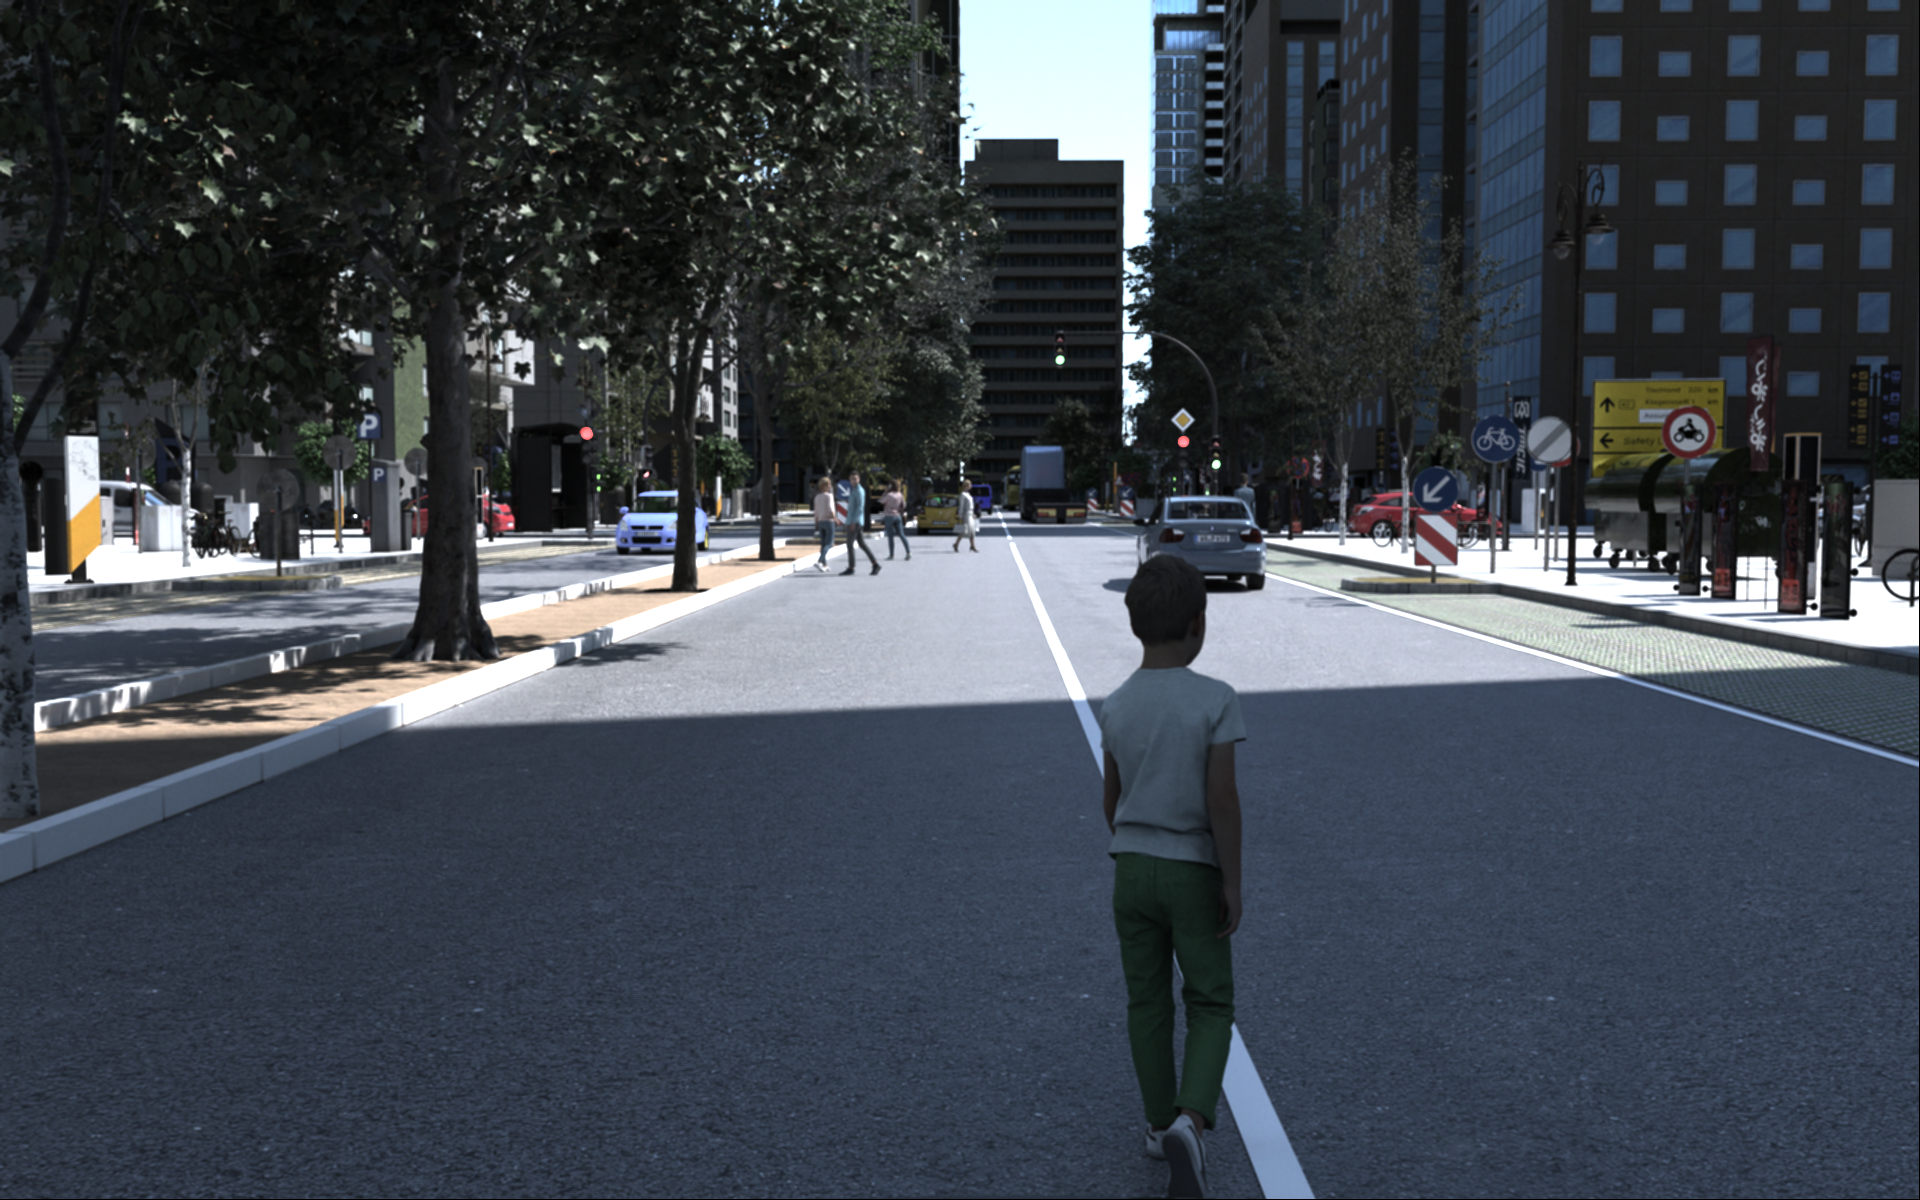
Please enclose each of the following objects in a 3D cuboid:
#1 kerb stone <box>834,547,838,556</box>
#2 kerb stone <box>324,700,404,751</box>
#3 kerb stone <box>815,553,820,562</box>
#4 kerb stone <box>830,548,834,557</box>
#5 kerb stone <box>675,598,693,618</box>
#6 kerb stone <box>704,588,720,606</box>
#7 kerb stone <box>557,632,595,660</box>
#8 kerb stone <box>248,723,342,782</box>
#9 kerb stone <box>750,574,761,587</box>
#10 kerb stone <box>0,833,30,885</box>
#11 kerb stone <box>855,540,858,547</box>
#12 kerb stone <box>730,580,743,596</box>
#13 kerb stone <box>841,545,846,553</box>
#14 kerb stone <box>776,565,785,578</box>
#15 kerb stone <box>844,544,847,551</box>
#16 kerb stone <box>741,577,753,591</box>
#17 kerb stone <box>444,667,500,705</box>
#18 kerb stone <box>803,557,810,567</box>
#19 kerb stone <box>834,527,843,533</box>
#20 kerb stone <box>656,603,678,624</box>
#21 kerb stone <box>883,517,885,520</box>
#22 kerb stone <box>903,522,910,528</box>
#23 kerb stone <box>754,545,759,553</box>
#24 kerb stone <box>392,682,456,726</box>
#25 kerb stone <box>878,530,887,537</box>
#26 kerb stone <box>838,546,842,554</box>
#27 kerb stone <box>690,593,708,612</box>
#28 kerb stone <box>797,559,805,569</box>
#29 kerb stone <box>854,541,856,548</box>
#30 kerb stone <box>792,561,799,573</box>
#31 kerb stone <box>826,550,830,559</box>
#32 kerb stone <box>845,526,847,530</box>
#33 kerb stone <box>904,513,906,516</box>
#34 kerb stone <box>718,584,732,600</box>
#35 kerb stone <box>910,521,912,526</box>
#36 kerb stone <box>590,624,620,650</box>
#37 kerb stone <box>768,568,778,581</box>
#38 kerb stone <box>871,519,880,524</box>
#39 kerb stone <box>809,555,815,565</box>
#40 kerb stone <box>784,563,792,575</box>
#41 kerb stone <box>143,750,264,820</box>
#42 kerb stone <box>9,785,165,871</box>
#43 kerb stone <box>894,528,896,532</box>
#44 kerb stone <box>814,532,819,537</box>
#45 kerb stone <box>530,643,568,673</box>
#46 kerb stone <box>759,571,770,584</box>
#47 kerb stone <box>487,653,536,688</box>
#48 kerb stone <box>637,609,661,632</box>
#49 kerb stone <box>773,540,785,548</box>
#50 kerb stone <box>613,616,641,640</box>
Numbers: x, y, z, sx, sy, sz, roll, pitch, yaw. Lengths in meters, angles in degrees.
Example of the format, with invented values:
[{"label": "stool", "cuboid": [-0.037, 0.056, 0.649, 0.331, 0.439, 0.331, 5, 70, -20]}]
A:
[{"label": "kerb stone", "cuboid": [-2.971, -1.080, 39.905, 0.120, 0.150, 1.000, 0, 4, 1]}, {"label": "kerb stone", "cuboid": [-3.501, 0.737, 10.150, 0.120, 0.150, 1.000, 0, 4, 1]}, {"label": "kerb stone", "cuboid": [-3.044, -0.833, 35.807, 0.120, 0.150, 1.000, 0, 4, 1]}, {"label": "kerb stone", "cuboid": [-2.993, -1.021, 38.883, 0.120, 0.150, 1.000, 0, 4, 1]}, {"label": "kerb stone", "cuboid": [-3.322, 0.112, 20.425, 0.120, 0.150, 1.000, 0, 4, 1]}, {"label": "kerb stone", "cuboid": [-3.282, -0.017, 22.479, 0.120, 0.150, 1.000, 0, 4, 1]}, {"label": "kerb stone", "cuboid": [-3.418, 0.422, 15.291, 0.120, 0.150, 1.000, 0, 4, 1]}, {"label": "kerb stone", "cuboid": [-3.518, 0.803, 9.123, 0.120, 0.150, 1.000, 0, 4, 1]}, {"label": "kerb stone", "cuboid": [-3.215, -0.269, 26.588, 0.120, 0.150, 1.000, 0, 4, 1]}, {"label": "kerb stone", "cuboid": [-3.579, 0.987, 6.055, 0.120, 0.150, 1.000, 0, 4, 1]}, {"label": "kerb stone", "cuboid": [-2.857, -1.459, 46.053, 0.120, 0.150, 1.000, 0, 4, 1]}, {"label": "kerb stone", "cuboid": [-3.245, -0.143, 24.531, 0.120, 0.150, 1.000, 0, 4, 1]}, {"label": "kerb stone", "cuboid": [-2.935, -1.203, 41.949, 0.120, 0.150, 1.000, 0, 4, 1]}, {"label": "kerb stone", "cuboid": [-3.154, -0.457, 29.668, 0.120, 0.150, 1.000, 0, 4, 1]}, {"label": "kerb stone", "cuboid": [-2.923, -1.269, 42.975, 0.120, 0.150, 1.000, 0, 4, 1]}, {"label": "kerb stone", "cuboid": [-3.227, -0.206, 25.562, 0.120, 0.150, 1.000, 0, 4, 1]}, {"label": "kerb stone", "cuboid": [-3.466, 0.612, 12.213, 0.120, 0.150, 1.000, 0, 4, 1]}, {"label": "kerb stone", "cuboid": [-3.084, -0.707, 33.756, 0.120, 0.150, 1.000, 0, 4, 1]}, {"label": "kerb stone", "cuboid": [-4.601, -2.683, 66.067, 0.120, 0.150, 1.000, 0, 4, 1]}, {"label": "kerb stone", "cuboid": [-3.344, 0.171, 19.401, 0.120, 0.150, 1.000, 0, 4, 1]}, {"label": "kerb stone", "cuboid": [-4.165, -4.190, 90.704, 0.120, 0.150, 1.000, 0, 4, 1]}, {"label": "kerb stone", "cuboid": [-2.347, -3.244, 75.230, 0.120, 0.150, 1.000, 0, 4, 1]}, {"label": "kerb stone", "cuboid": [-5.036, -1.209, 41.968, 0.120, 0.150, 1.000, 0, 4, 1]}, {"label": "kerb stone", "cuboid": [-3.484, 0.675, 11.181, 0.120, 0.150, 1.000, 0, 4, 1]}, {"label": "kerb stone", "cuboid": [-2.637, -2.241, 58.848, 0.120, 0.150, 1.000, 0, 4, 1]}, {"label": "kerb stone", "cuboid": [-2.953, -1.144, 40.927, 0.120, 0.150, 1.000, 0, 4, 1]}, {"label": "kerb stone", "cuboid": [-3.300, 0.051, 21.447, 0.120, 0.150, 1.000, 0, 4, 1]}, {"label": "kerb stone", "cuboid": [-3.099, -0.638, 32.734, 0.120, 0.150, 1.000, 0, 4, 1]}, {"label": "kerb stone", "cuboid": [-2.878, -1.389, 45.021, 0.120, 0.150, 1.000, 0, 4, 1]}, {"label": "kerb stone", "cuboid": [-3.118, -0.582, 31.712, 0.120, 0.150, 1.000, 0, 4, 1]}, {"label": "kerb stone", "cuboid": [-3.000, -0.958, 37.857, 0.120, 0.150, 1.000, 0, 4, 1]}, {"label": "kerb stone", "cuboid": [-4.593, -2.743, 67.094, 0.120, 0.150, 1.000, 0, 4, 1]}, {"label": "kerb stone", "cuboid": [-3.642, -6.008, 120.423, 0.120, 0.150, 1.000, 0, 4, 1]}, {"label": "kerb stone", "cuboid": [-3.271, -0.080, 23.507, 0.120, 0.150, 1.000, 0, 4, 1]}, {"label": "kerb stone", "cuboid": [-2.326, -3.306, 76.252, 0.120, 0.150, 1.000, 0, 4, 1]}, {"label": "kerb stone", "cuboid": [-3.392, 0.359, 16.318, 0.120, 0.150, 1.000, 0, 4, 1]}, {"label": "kerb stone", "cuboid": [-3.172, -0.394, 28.640, 0.120, 0.150, 1.000, 0, 4, 1]}, {"label": "kerb stone", "cuboid": [-4.238, -3.939, 86.595, 0.120, 0.150, 1.000, 0, 4, 1]}, {"label": "kerb stone", "cuboid": [-3.064, -0.770, 34.785, 0.120, 0.150, 1.000, 0, 4, 1]}, {"label": "kerb stone", "cuboid": [-3.144, -0.520, 30.690, 0.120, 0.150, 1.000, 0, 4, 1]}, {"label": "kerb stone", "cuboid": [-3.541, 0.862, 8.101, 0.120, 0.150, 1.000, 0, 4, 1]}, {"label": "kerb stone", "cuboid": [-3.558, 0.925, 7.079, 0.120, 0.150, 1.000, 0, 4, 1]}, {"label": "kerb stone", "cuboid": [-2.542, -2.553, 63.963, 0.120, 0.150, 1.000, 0, 4, 1]}, {"label": "kerb stone", "cuboid": [-4.757, -2.181, 57.859, 0.120, 0.150, 1.000, 0, 4, 1]}, {"label": "kerb stone", "cuboid": [-3.434, 0.491, 14.264, 0.120, 0.150, 1.000, 0, 4, 1]}, {"label": "kerb stone", "cuboid": [-3.188, -0.332, 27.618, 0.120, 0.150, 1.000, 0, 4, 1]}, {"label": "kerb stone", "cuboid": [-3.449, 0.548, 13.235, 0.120, 0.150, 1.000, 0, 4, 1]}, {"label": "kerb stone", "cuboid": [-3.357, 0.236, 18.366, 0.120, 0.150, 1.000, 0, 4, 1]}, {"label": "kerb stone", "cuboid": [-4.949, -1.523, 47.099, 0.120, 0.150, 1.000, 0, 4, 1]}, {"label": "kerb stone", "cuboid": [-3.377, 0.297, 17.340, 0.120, 0.150, 1.000, 0, 4, 1]}]
